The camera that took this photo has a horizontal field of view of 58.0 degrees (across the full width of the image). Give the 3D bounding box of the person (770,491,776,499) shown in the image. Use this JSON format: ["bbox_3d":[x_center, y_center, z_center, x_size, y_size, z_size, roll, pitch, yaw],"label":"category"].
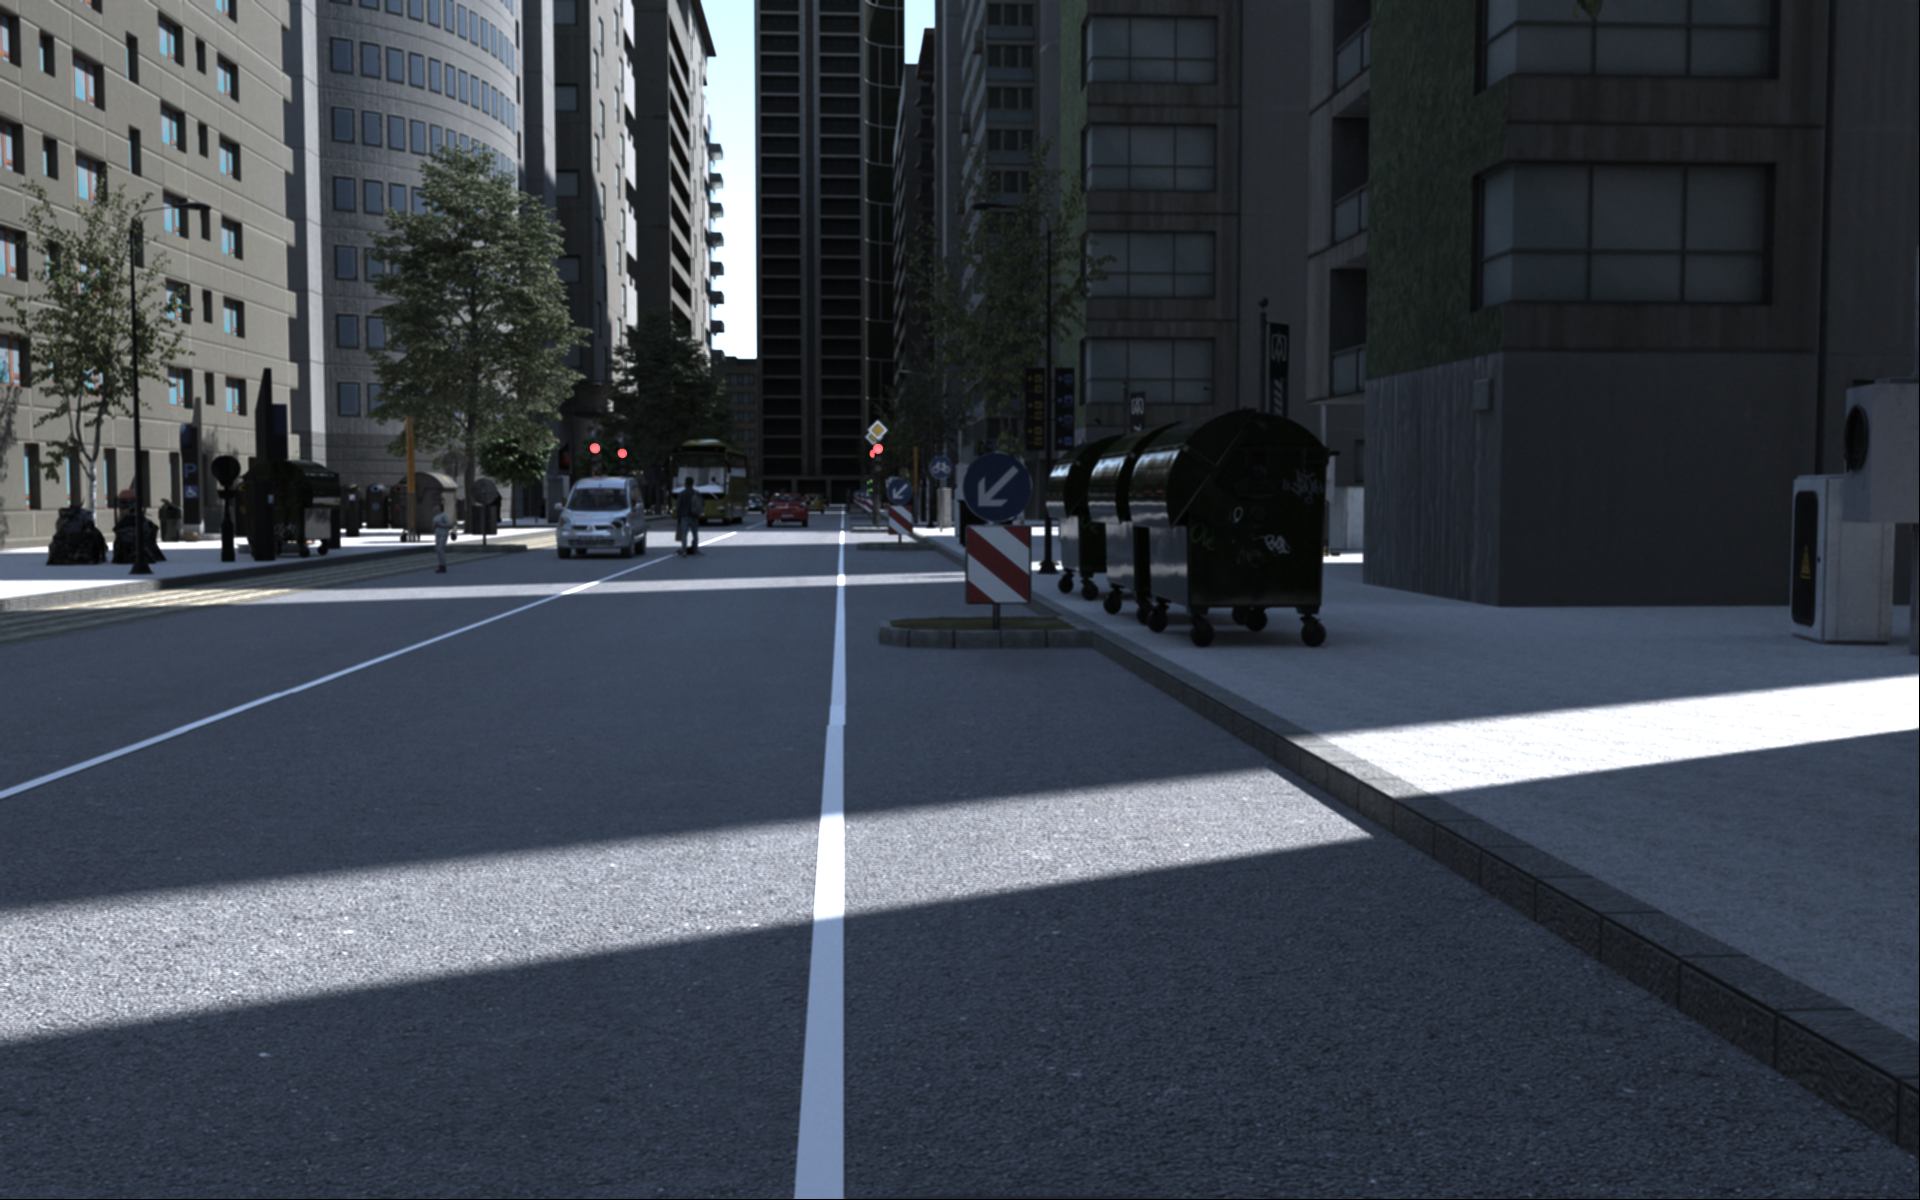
[{"bbox_3d":[-18.185,-9.782,169.220,0.721,1.735,1.217,2,4,27],"label":"person"}]

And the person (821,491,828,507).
[{"bbox_3d":[-15.006,-11.095,189.910,1.348,1.823,0.705,3,5,40],"label":"person"}]

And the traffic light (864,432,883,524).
[{"bbox_3d":[-3.652,-5.163,73.335,0.839,4.253,0.868,0,4,-4],"label":"traffic light"}]

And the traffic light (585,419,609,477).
[{"bbox_3d":[-13.553,-4.632,64.652,0.839,4.253,0.868,0,4,-4],"label":"traffic light"}]

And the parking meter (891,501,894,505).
[{"bbox_3d":[-4.260,-6.565,113.054,0.399,1.863,0.255,-1,4,-21],"label":"parking meter"}]

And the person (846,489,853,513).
[{"bbox_3d":[-8.294,-7.436,130.247,0.590,1.801,0.661,-1,4,-11],"label":"person"}]

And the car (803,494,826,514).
[{"bbox_3d":[-10.888,-7.192,127.808,2.015,1.641,3.980,0,4,-5],"label":"car"}]

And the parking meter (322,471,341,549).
[{"bbox_3d":[-14.709,-2.128,40.496,0.399,1.863,0.255,1,4,9],"label":"parking meter"}]

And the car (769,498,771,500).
[{"bbox_3d":[-17.184,-9.475,165.146,2.015,1.641,3.980,0,4,-3],"label":"car"}]

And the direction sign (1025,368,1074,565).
[{"bbox_3d":[1.613,-2.395,31.151,0.876,3.537,0.379,0,4,-1],"label":"direction sign"}]

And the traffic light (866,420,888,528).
[{"bbox_3d":[-3.116,-4.676,65.368,0.839,4.253,0.868,0,4,-4],"label":"traffic light"}]

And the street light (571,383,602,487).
[{"bbox_3d":[-15.671,-6.118,72.577,1.470,5.913,1.316,0,4,-4],"label":"street light"}]

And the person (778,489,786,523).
[{"bbox_3d":[-8.587,-4.582,84.422,0.512,1.701,0.522,-3,5,-41],"label":"person"}]

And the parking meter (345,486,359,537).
[{"bbox_3d":[-18.137,-2.646,51.678,0.372,1.533,0.369,0,3,0],"label":"parking meter"}]

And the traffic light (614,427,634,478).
[{"bbox_3d":[-14.089,-5.119,72.619,0.839,4.253,0.868,0,4,-4],"label":"traffic light"}]

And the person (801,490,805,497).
[{"bbox_3d":[-15.469,-9.862,169.762,1.348,1.822,0.705,1,4,23],"label":"person"}]

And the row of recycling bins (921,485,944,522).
[{"bbox_3d":[-1.288,-4.558,81.637,1.069,1.692,3.534,0,4,6],"label":"row of recycling bins"}]

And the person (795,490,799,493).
[{"bbox_3d":[-13.019,-7.844,137.346,0.643,1.750,0.593,1,4,20],"label":"person"}]

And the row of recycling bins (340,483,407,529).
[{"bbox_3d":[-21.224,-3.498,64.311,3.534,1.692,1.069,-1,4,-11],"label":"row of recycling bins"}]

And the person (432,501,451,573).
[{"bbox_3d":[-9.492,-1.153,31.624,0.425,1.301,0.394,1,4,17],"label":"person"}]

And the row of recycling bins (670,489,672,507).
[{"bbox_3d":[-21.898,-8.067,139.014,3.534,1.692,1.069,-2,4,-24],"label":"row of recycling bins"}]

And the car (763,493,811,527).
[{"bbox_3d":[-7.628,-4.123,76.443,2.155,1.783,4.494,0,4,-6],"label":"car"}]

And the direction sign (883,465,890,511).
[{"bbox_3d":[-5.691,-8.725,134.646,0.379,3.537,0.876,-3,5,-39],"label":"direction sign"}]

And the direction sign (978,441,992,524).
[{"bbox_3d":[1.091,-5.051,74.588,0.379,3.537,0.876,-3,5,-40],"label":"direction sign"}]

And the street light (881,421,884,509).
[{"bbox_3d":[-4.609,-8.410,110.038,1.470,5.913,1.316,0,4,-4],"label":"street light"}]

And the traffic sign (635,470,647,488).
[{"bbox_3d":[-17.496,-5.785,94.590,0.884,2.594,0.081,0,4,3],"label":"traffic sign"}]

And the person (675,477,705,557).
[{"bbox_3d":[-6.192,-1.889,39.365,0.794,1.824,0.713,0,4,6],"label":"person"}]

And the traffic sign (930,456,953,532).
[{"bbox_3d":[-0.628,-3.528,57.784,0.768,2.556,0.104,0,4,4],"label":"traffic sign"}]

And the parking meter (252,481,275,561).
[{"bbox_3d":[-13.361,-1.519,33.240,0.372,1.533,0.369,0,3,0],"label":"parking meter"}]

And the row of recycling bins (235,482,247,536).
[{"bbox_3d":[-20.593,-2.778,52.530,3.534,1.692,1.069,2,4,27],"label":"row of recycling bins"}]

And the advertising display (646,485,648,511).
[{"bbox_3d":[-21.492,-6.948,118.819,0.123,1.923,0.974,-1,4,-10],"label":"advertising display"}]

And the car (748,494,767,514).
[{"bbox_3d":[-15.194,-7.055,127.153,2.131,1.459,4.920,0,4,-5],"label":"car"}]

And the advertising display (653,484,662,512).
[{"bbox_3d":[-19.383,-6.470,111.004,0.123,1.923,0.974,1,4,14],"label":"advertising display"}]

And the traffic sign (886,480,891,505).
[{"bbox_3d":[-4.842,-7.221,120.187,0.606,2.300,0.079,0,4,5],"label":"traffic sign"}]

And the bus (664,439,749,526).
[{"bbox_3d":[-11.699,-5.505,81.549,2.896,3.916,12.252,0,4,-2],"label":"bus"}]

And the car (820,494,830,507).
[{"bbox_3d":[-16.074,-11.680,200.752,2.009,1.686,4.222,0,4,-3],"label":"car"}]

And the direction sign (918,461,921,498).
[{"bbox_3d":[-2.878,-7.766,118.969,0.379,3.537,0.876,-2,4,-31],"label":"direction sign"}]

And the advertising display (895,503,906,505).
[{"bbox_3d":[-3.591,-6.149,105.751,0.974,1.923,0.123,2,4,33],"label":"advertising display"}]

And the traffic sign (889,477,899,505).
[{"bbox_3d":[-3.950,-6.210,103.659,0.606,2.300,0.079,0,4,2],"label":"traffic sign"}]

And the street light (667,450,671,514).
[{"bbox_3d":[-18.115,-8.462,110.894,1.470,5.913,1.316,0,4,-4],"label":"street light"}]

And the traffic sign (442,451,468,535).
[{"bbox_3d":[-14.883,-3.115,51.030,0.768,2.556,0.104,0,4,2],"label":"traffic sign"}]
